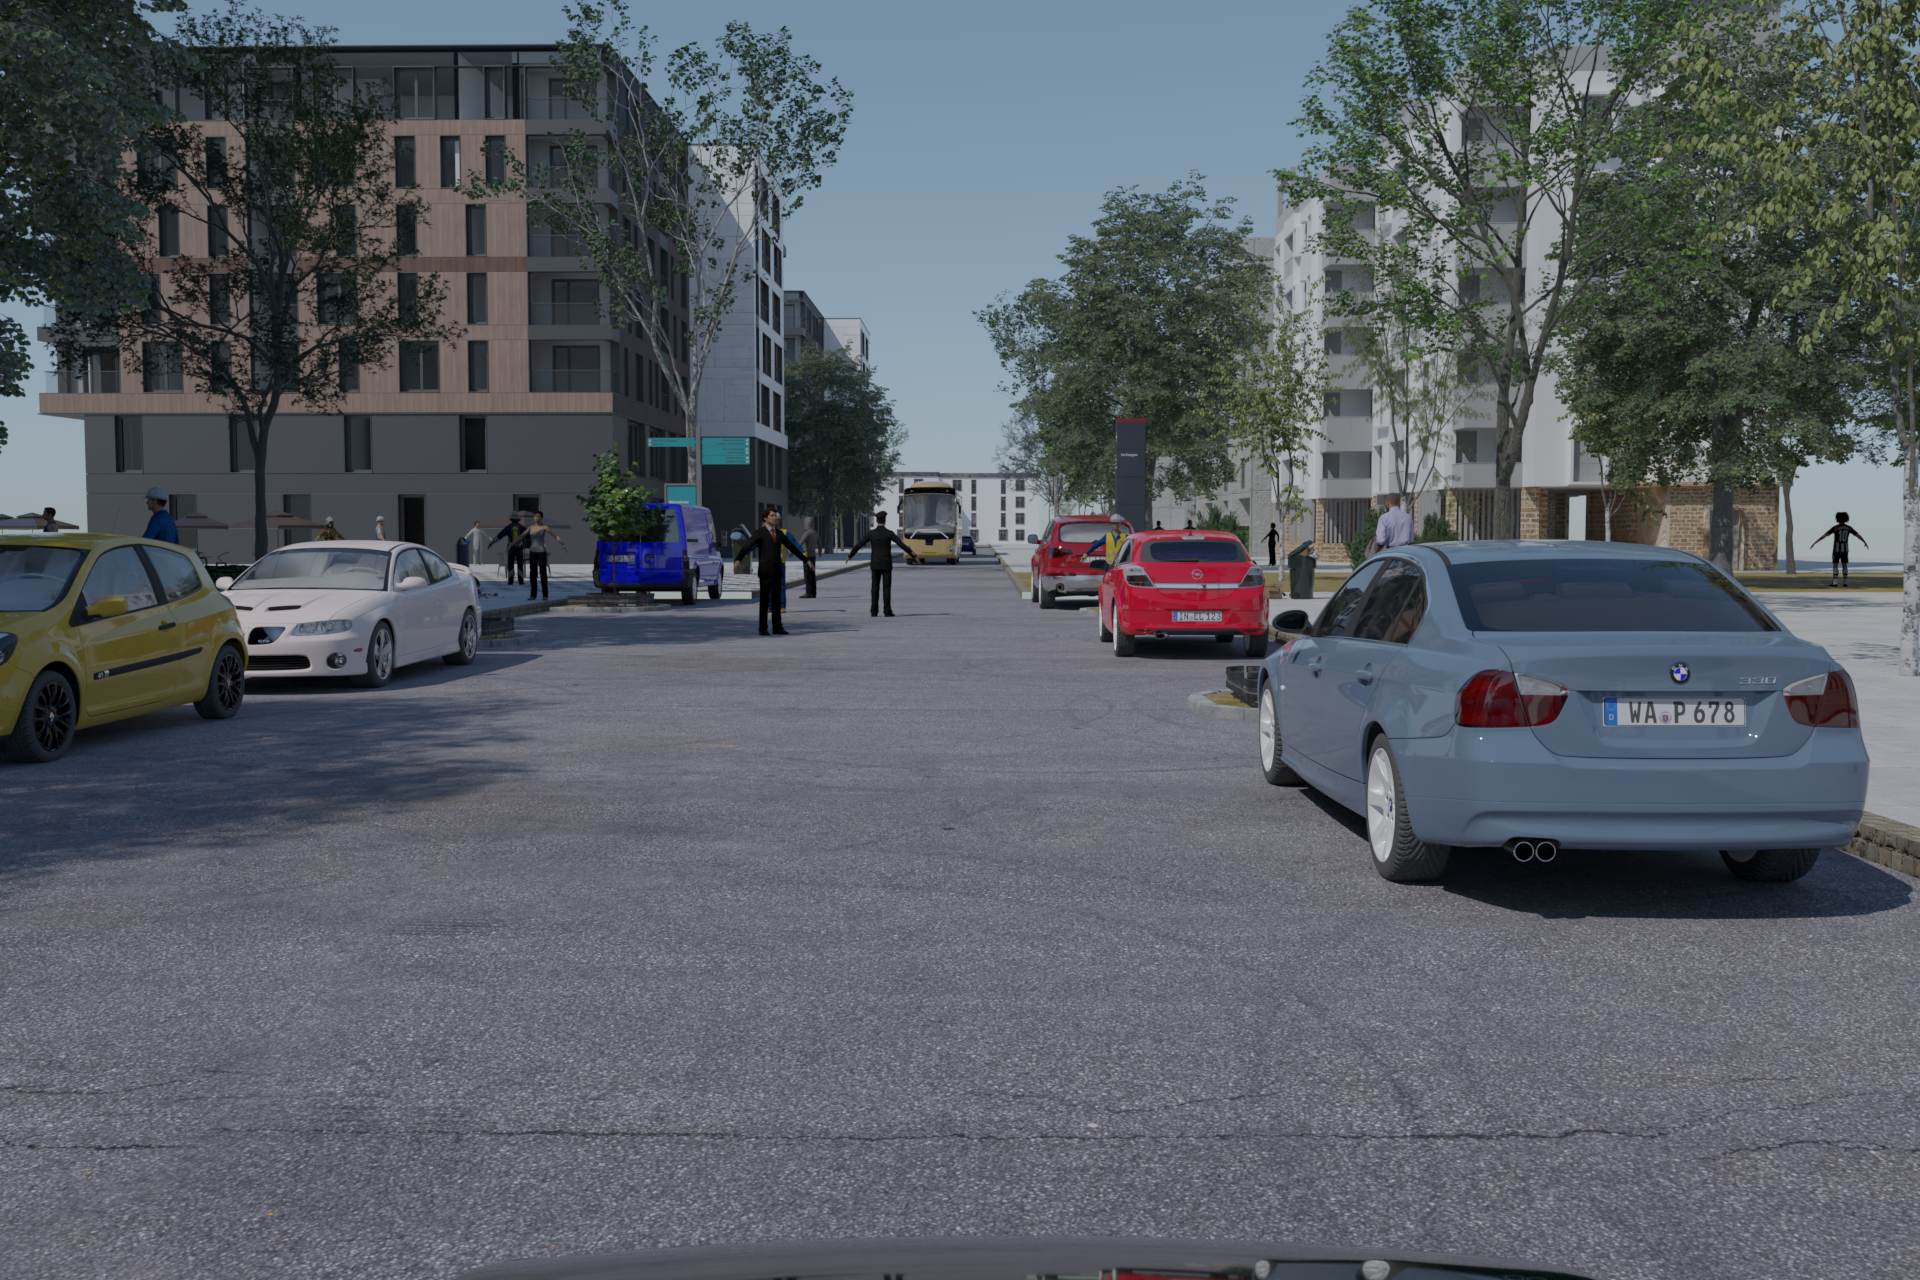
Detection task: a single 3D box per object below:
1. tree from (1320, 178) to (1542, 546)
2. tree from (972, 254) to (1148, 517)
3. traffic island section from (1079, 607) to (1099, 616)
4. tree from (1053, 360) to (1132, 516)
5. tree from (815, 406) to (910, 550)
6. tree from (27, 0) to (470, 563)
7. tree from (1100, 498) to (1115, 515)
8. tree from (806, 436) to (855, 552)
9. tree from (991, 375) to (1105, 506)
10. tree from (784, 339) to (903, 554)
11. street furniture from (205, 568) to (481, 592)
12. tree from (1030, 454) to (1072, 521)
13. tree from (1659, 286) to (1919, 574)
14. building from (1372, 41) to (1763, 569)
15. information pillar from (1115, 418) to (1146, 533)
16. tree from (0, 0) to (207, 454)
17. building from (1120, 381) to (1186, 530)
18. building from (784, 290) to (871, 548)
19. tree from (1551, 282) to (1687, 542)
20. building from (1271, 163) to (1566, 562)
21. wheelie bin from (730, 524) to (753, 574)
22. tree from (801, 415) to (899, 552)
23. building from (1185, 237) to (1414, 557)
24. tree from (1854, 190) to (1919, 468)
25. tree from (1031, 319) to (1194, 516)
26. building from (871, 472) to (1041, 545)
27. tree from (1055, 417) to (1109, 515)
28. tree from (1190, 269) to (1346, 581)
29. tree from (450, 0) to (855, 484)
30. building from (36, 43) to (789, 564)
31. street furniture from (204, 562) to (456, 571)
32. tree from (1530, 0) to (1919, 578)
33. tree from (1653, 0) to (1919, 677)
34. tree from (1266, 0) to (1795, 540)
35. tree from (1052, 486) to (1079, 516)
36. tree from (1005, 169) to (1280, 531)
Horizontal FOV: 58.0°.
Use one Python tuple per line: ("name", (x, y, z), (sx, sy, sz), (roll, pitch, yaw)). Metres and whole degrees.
("tree", (9.060, -5.217, 35.655), (4.360, 8.622, 3.978), (0, 3, 0))
("tree", (7.478, -16.014, 117.710), (12.611, 20.169, 13.585), (0, 3, 0))
("traffic island section", (3.146, -0.498, 31.008), (1.991, 0.108, 1.994), (0, 4, 1))
("tree", (6.115, -7.414, 71.574), (4.360, 8.622, 3.978), (0, 3, 0))
("tree", (-8.156, -12.994, 138.201), (9.928, 11.665, 9.643), (0, 3, 0))
("tree", (-12.490, -5.856, 30.151), (8.767, 10.594, 7.601), (1, 4, 9))
("tree", (22.356, -18.274, 233.187), (7.601, 10.594, 8.767), (1, 4, 9))
("tree", (-8.410, -10.427, 120.847), (4.360, 8.622, 3.978), (0, 3, 0))
("tree", (7.389, -13.584, 132.463), (12.009, 13.543, 11.850), (0, 3, 0))
("tree", (-8.633, -12.577, 112.296), (9.857, 13.997, 8.962), (0, 3, 0))
("street furniture", (-16.079, -1.407, 38.639), (10.072, 0.657, 5.734), (0, 4, -5))
("tree", (7.217, -11.747, 142.419), (4.360, 8.622, 3.978), (0, 3, 0))
("tree", (26.553, -7.393, 55.285), (8.767, 10.594, 7.601), (0, 4, 2))
("building", (22.878, -13.247, 73.002), (16.016, 20.090, 11.380), (0, 4, 1))
("information pillar", (3.838, -3.039, 39.060), (0.750, 3.857, 0.750), (0, 4, 0))
("tree", (-13.048, -6.873, 19.037), (9.857, 13.997, 8.962), (0, 3, 0))
("building", (26.050, -19.015, 177.356), (16.747, 18.905, 31.486), (0, 4, 1))
("building", (-23.362, -19.440, 161.826), (27.936, 21.610, 32.646), (0, 4, 1))
("tree", (18.958, -6.101, 50.112), (4.737, 8.622, 4.395), (0, 3, 0))
("building", (21.700, -14.317, 90.508), (16.016, 20.090, 11.380), (0, 4, 1))
("wheelie bin", (-6.959, -2.900, 55.326), (0.693, 1.594, 0.980), (0, 4, 1))
("tree", (-8.572, -11.787, 127.129), (8.767, 10.594, 7.601), (0, 4, 4))
("building", (24.792, -15.009, 111.857), (16.747, 18.905, 31.486), (0, 4, 1))
("tree", (27.592, -7.839, 46.292), (7.486, 12.596, 7.792), (0, 3, 0))
("tree", (7.077, -9.387, 79.232), (9.928, 11.665, 9.643), (0, 3, 0))
("building", (-3.145, -17.700, 233.993), (28.070, 9.664, 9.099), (0, 4, -4))
("tree", (7.276, -9.242, 101.469), (4.737, 8.622, 4.395), (0, 3, 0))
("tree", (8.642, -5.923, 47.210), (4.737, 8.622, 4.395), (0, 3, 0))
("tree", (-10.730, -12.540, 60.924), (12.611, 20.169, 13.585), (0, 3, 0))
("building", (-24.755, -14.991, 89.079), (27.936, 21.610, 32.646), (0, 4, 1))
("street furniture", (-18.672, -1.856, 45.965), (10.072, 0.657, 5.734), (0, 4, 2))
("tree", (18.273, -8.242, 41.418), (9.857, 13.997, 8.962), (0, 3, 0))
("tree", (8.415, -3.967, 15.221), (4.737, 8.622, 4.395), (0, 3, 0))
("tree", (8.898, -6.230, 27.616), (9.928, 11.665, 9.643), (0, 3, 0))
("tree", (14.810, -17.166, 231.025), (4.360, 8.622, 3.978), (0, 3, 0))
("tree", (6.467, -9.446, 61.094), (9.857, 13.997, 8.962), (0, 3, 0))
